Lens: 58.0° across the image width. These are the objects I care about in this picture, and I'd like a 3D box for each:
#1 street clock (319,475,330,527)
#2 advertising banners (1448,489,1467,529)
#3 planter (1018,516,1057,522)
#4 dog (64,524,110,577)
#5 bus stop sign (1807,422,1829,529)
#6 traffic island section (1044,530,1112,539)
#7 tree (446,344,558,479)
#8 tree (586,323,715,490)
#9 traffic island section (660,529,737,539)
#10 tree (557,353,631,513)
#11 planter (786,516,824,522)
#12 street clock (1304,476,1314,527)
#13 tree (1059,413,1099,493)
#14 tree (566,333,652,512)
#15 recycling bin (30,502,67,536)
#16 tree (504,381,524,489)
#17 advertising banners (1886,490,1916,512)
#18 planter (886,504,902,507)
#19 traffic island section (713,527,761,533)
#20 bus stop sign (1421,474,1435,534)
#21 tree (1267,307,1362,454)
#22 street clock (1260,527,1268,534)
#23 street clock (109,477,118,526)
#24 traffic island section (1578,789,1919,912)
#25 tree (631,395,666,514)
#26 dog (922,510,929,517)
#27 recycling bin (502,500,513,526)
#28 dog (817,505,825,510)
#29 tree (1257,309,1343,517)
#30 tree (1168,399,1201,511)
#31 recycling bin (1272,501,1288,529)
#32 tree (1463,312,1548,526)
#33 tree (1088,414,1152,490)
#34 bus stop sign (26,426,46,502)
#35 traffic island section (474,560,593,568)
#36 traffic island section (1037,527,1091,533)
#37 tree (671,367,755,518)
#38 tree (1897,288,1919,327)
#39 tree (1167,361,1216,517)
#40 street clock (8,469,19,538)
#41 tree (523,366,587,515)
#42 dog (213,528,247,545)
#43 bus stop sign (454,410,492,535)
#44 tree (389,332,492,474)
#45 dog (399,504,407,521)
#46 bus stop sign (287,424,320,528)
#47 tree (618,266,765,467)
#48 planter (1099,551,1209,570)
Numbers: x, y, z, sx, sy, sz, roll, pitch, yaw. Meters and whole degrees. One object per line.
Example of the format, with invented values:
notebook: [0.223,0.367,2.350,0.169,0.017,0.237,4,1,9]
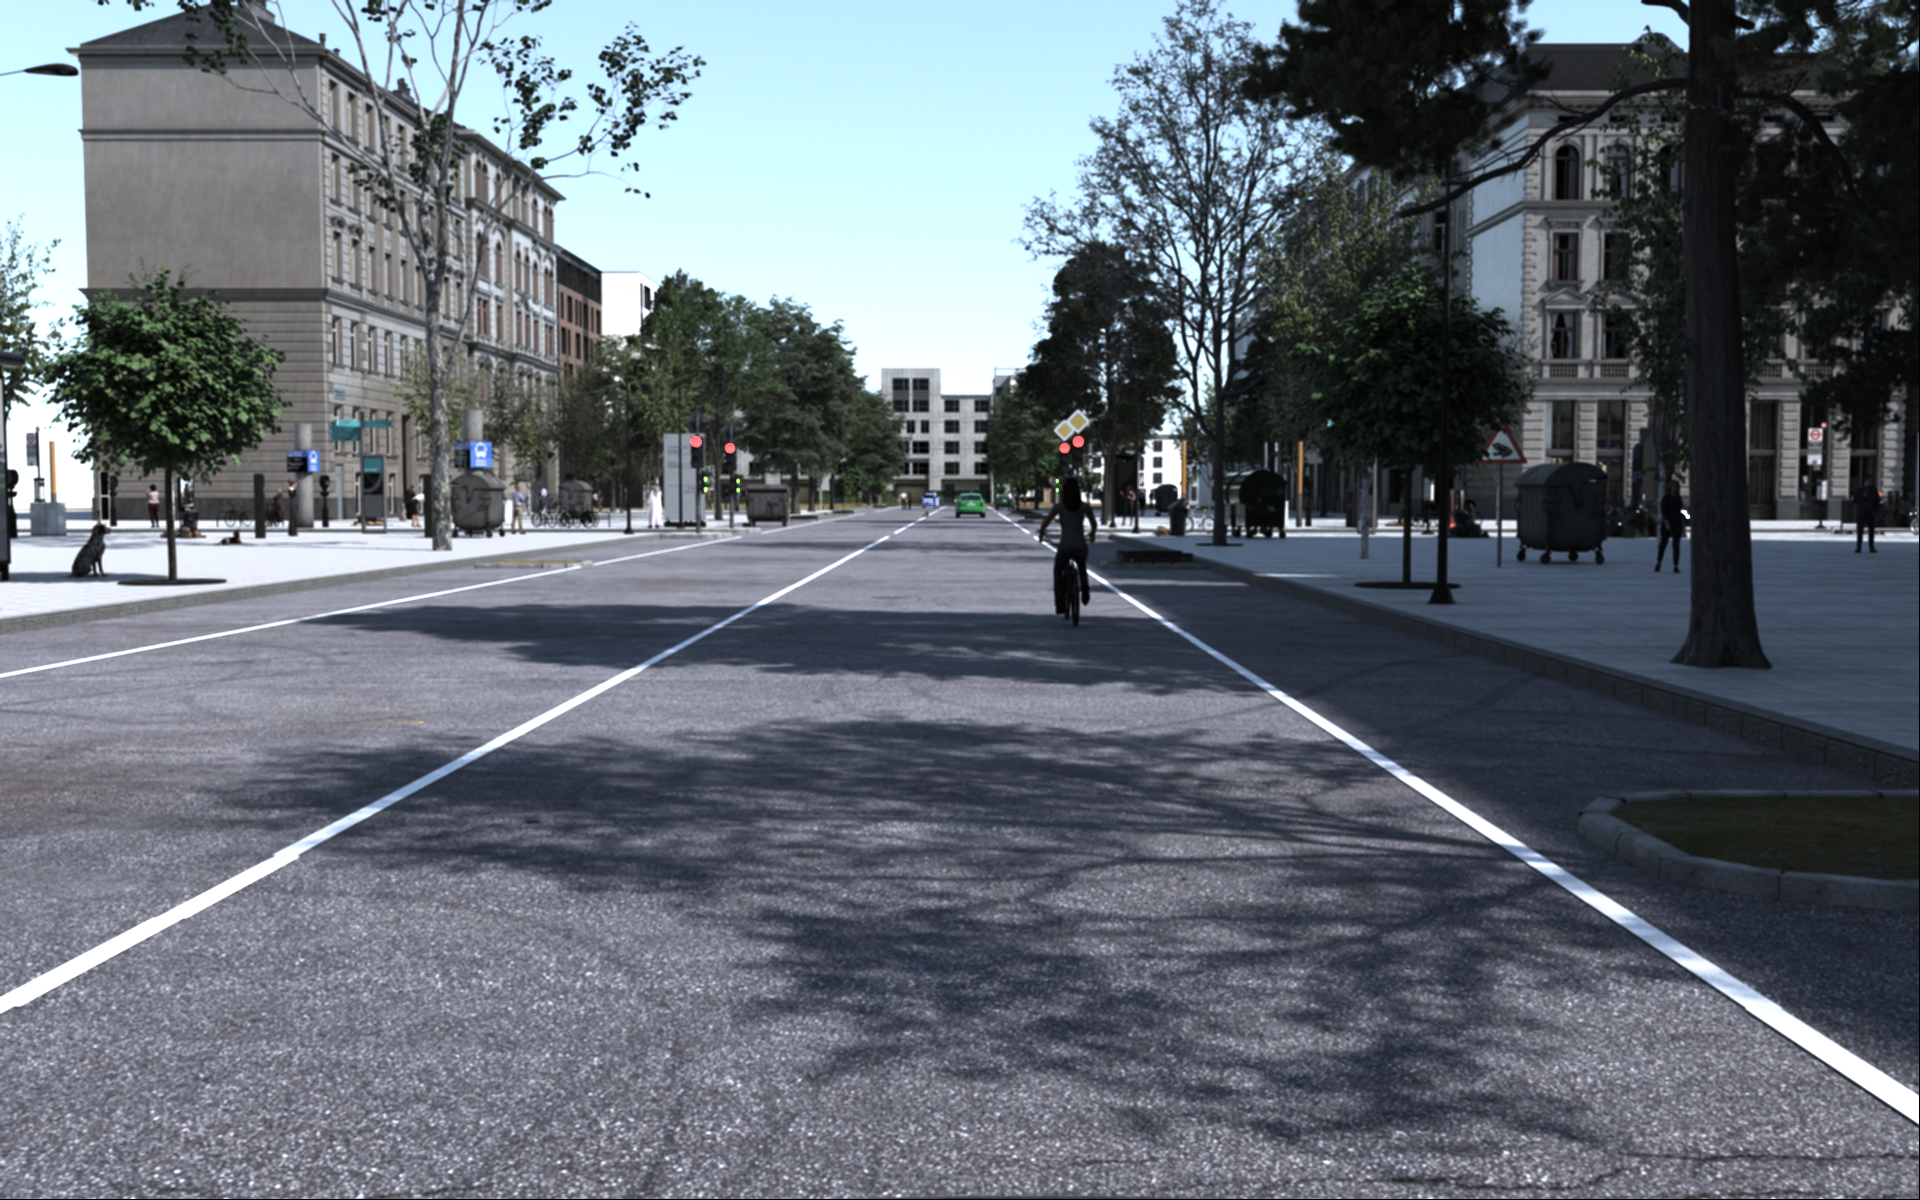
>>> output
street clock: [-24.490,-3.806,66.795,0.358,2.002,0.471,0,4,0]
advertising banners: [15.097,-3.479,53.072,0.090,3.025,2.074,3,5,39]
planter: [4.023,-4.223,90.187,1.991,0.319,1.994,0,4,0]
dog: [-13.605,-0.760,26.807,0.800,0.831,0.513,-1,4,-21]
bus stop sign: [31.715,-4.611,64.087,0.855,3.939,0.416,-1,4,-12]
traffic island section: [3.858,-2.100,56.611,2.009,0.180,2.903,0,4,0]
tree: [-22.683,-8.186,84.202,4.360,8.622,3.978,0,3,0]
tree: [-13.072,-7.662,75.636,4.737,8.622,4.395,0,3,0]
traffic island section: [-8.583,-2.104,56.679,2.009,0.180,2.903,0,4,0]
tree: [-20.044,-8.511,89.513,4.360,8.622,3.978,0,3,0]
planter: [-8.084,-4.212,90.002,1.991,0.319,1.994,0,4,0]
street clock: [13.740,-3.895,68.254,0.358,2.002,0.471,0,4,-8]
tree: [9.288,-11.172,133.026,4.360,8.622,3.978,0,3,0]
tree: [-24.272,-12.508,122.630,7.486,12.596,7.792,0,3,0]
recycling bin: [-27.922,-2.476,53.039,0.722,1.027,0.722,1,4,21]
tree: [-26.357,-9.528,106.143,4.737,8.622,4.395,0,3,0]
advertising banners: [38.190,-4.486,69.539,0.090,3.025,2.074,-2,4,-29]
planter: [-7.561,-10.612,194.652,1.991,0.319,1.994,0,4,0]
traffic island section: [-8.542,-2.592,64.664,2.009,0.180,2.903,0,4,0]
bus stop sign: [15.103,-4.057,55.038,0.855,3.939,0.416,3,5,44]
tree: [19.117,-9.037,82.165,8.767,10.594,7.601,-2,4,-26]
street clock: [9.838,-3.148,56.037,0.358,2.002,0.471,-2,4,-24]
street clock: [-33.673,-3.931,68.838,0.471,2.002,0.358,3,4,37]
traffic island section: [3.598,0.975,6.920,1.991,0.108,1.994,0,4,0]
tree: [-19.692,-9.725,109.361,4.360,8.622,3.978,0,3,0]
dog: [-2.208,-5.379,108.146,0.748,0.427,0.550,-1,4,-18]
recycling bin: [-18.785,-3.570,70.921,0.722,1.027,0.722,-3,4,-38]
dog: [-11.137,-7.428,139.189,0.748,0.427,0.550,3,5,41]
tree: [20.304,-10.386,95.559,9.928,11.665,9.643,0,3,0]
tree: [17.766,-11.185,133.232,4.360,8.622,3.978,0,3,0]
recycling bin: [11.787,-3.192,64.750,0.722,1.027,0.722,3,5,42]
tree: [21.772,-7.342,70.397,4.360,8.622,3.978,0,3,0]
tree: [9.723,-9.627,107.762,4.737,8.622,4.395,0,3,0]
bus stop sign: [-36.379,-4.857,68.115,0.855,3.939,0.416,1,4,22]
traffic island section: [-8.371,-0.702,34.349,1.991,0.108,1.994,0,4,0]
traffic island section: [3.899,-2.588,64.596,2.009,0.180,2.903,0,4,0]
tree: [-12.854,-8.600,90.980,4.360,8.622,3.978,0,3,0]
tree: [22.712,-5.411,38.837,4.360,8.622,3.978,0,3,0]
tree: [13.325,-8.710,92.777,4.737,8.622,4.395,0,3,0]
street clock: [-27.730,-2.817,50.636,0.471,2.002,0.358,2,4,33]
tree: [-21.928,-9.176,100.395,4.737,8.622,4.395,0,3,0]
dog: [-18.617,-1.615,44.147,0.748,0.427,0.550,-1,4,-10]
bus stop sign: [-15.244,-3.991,54.267,0.837,3.901,0.837,3,5,39]
tree: [-23.209,-7.758,77.204,4.737,8.622,4.395,0,3,0]
dog: [-26.568,-4.152,82.262,0.513,0.831,0.800,2,4,32]
bus stop sign: [-24.592,-4.643,64.923,0.837,3.901,0.837,1,4,12]
tree: [-15.364,-11.603,97.136,7.806,13.903,7.818,0,3,0]
planter: [3.747,-0.778,33.856,1.991,0.319,1.994,0,4,0]
